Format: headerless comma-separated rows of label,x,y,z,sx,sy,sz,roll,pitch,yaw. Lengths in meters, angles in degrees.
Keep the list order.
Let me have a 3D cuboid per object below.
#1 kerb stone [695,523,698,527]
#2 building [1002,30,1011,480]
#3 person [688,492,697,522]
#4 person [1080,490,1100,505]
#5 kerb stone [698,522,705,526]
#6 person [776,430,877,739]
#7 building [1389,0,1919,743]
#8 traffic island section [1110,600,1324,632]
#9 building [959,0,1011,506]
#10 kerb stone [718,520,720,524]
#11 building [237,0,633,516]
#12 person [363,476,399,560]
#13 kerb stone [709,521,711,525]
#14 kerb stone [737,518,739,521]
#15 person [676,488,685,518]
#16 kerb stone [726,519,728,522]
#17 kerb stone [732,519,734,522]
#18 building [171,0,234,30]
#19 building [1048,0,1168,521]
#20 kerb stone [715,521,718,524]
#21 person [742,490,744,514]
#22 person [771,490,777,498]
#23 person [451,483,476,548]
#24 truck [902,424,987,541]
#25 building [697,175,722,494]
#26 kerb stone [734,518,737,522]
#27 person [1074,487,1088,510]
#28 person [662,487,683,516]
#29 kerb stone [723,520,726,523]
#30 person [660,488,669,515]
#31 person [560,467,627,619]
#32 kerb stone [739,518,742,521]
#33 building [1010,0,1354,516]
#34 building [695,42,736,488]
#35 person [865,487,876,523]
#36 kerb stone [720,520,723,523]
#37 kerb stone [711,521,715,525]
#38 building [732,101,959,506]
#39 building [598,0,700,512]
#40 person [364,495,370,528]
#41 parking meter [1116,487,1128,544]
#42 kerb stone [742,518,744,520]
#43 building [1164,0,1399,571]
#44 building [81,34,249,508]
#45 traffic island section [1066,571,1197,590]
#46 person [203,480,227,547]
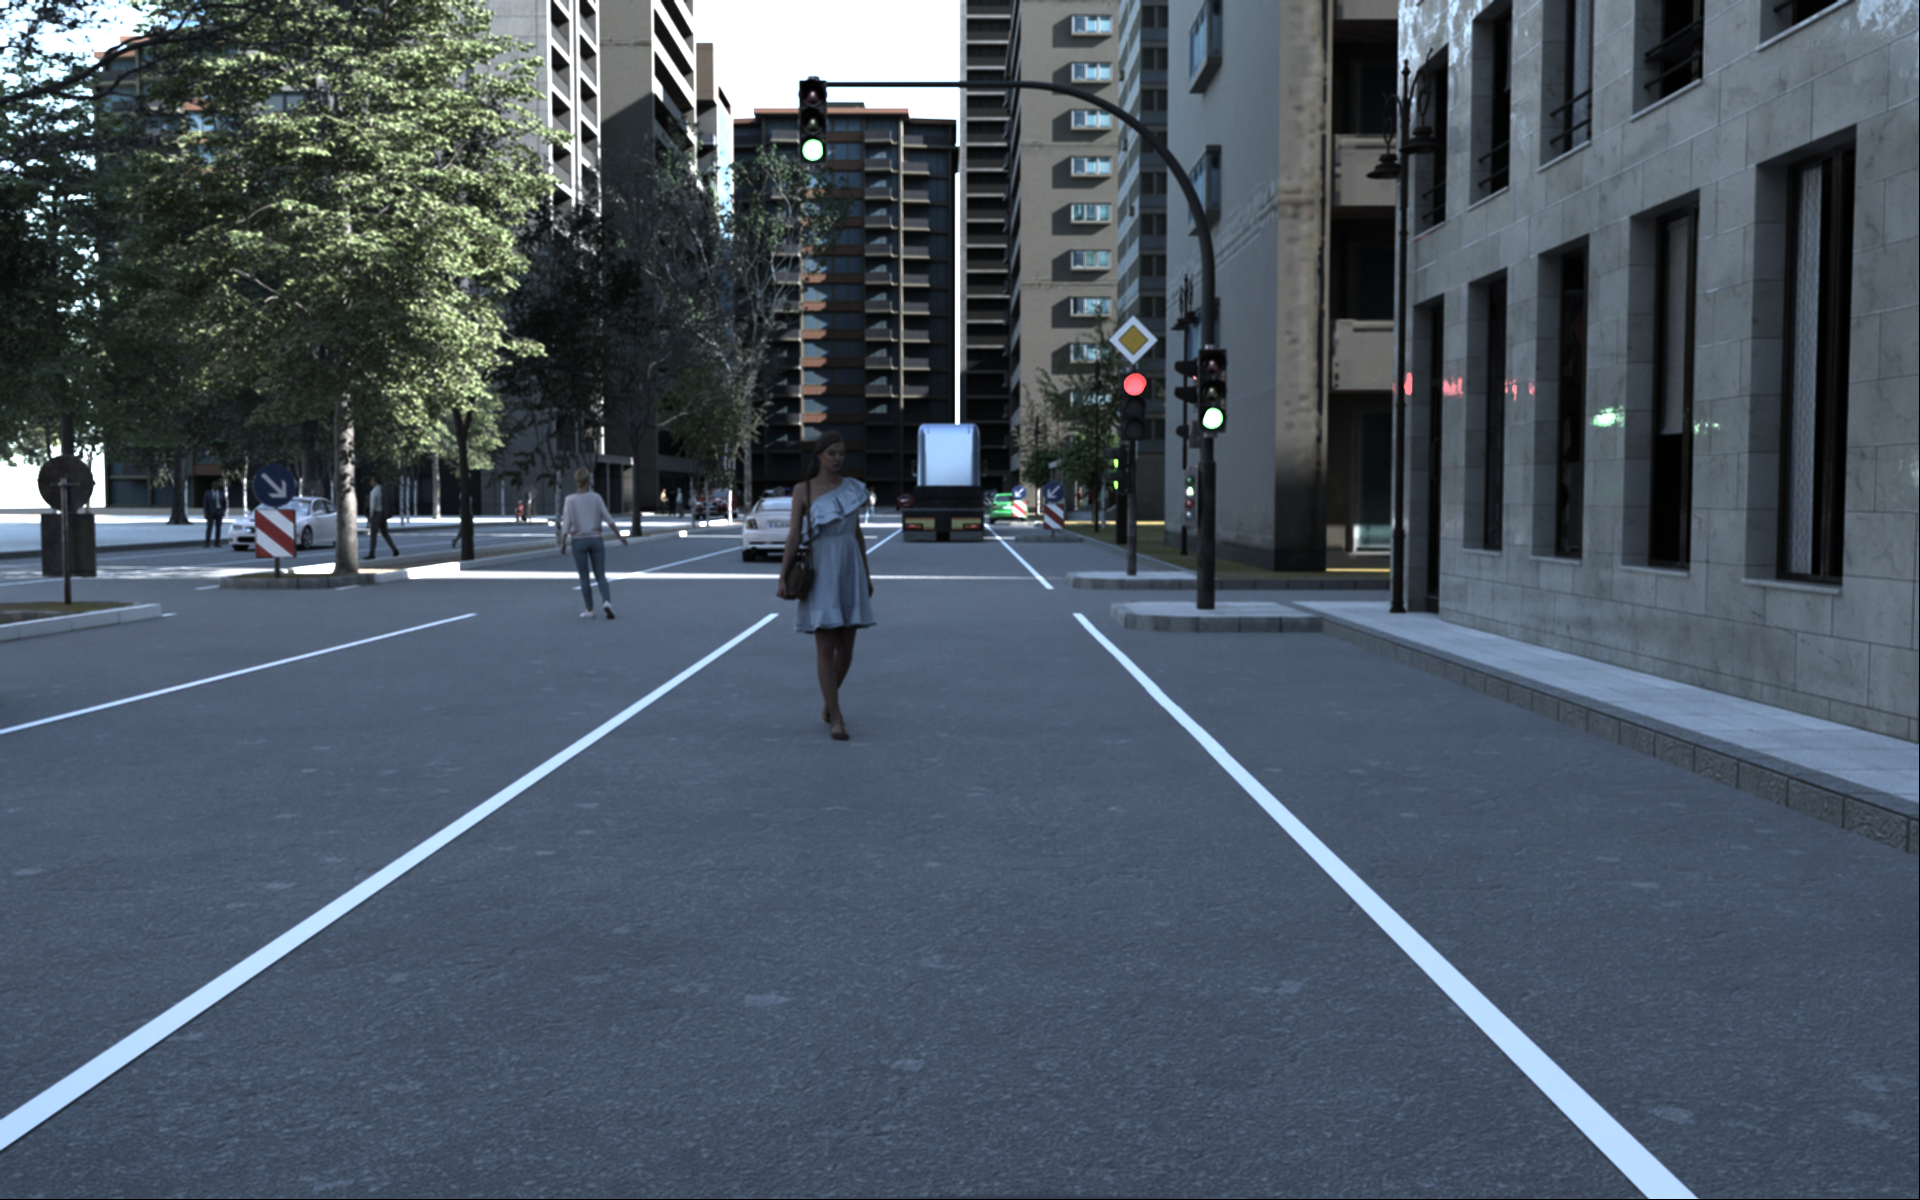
kerb stone,-11.655,-3.261,75.505,0.120,0.150,1.000,0,4,0
building,15.255,-31.129,163.580,22.147,44.769,28.867,0,4,0
person,-13.494,-4.695,87.867,0.503,1.515,0.523,2,4,35
person,8.044,-6.151,106.557,1.348,1.831,0.705,2,4,26
kerb stone,-11.658,-3.386,77.557,0.120,0.150,1.000,0,4,0
person,-0.811,-0.109,10.385,0.616,1.811,0.778,-1,4,-15
building,10.097,-9.537,10.674,10.420,20.320,16.860,0,4,0
traffic island section,2.760,0.177,19.386,2.009,0.180,2.903,0,4,0
building,10.183,-46.269,194.744,20.611,71.187,20.563,0,4,0
kerb stone,-11.685,-3.699,82.680,0.120,0.150,1.000,0,4,0
building,-32.189,-41.164,111.279,20.563,71.187,20.611,0,4,0
person,-12.628,-1.785,37.783,0.850,1.850,0.679,1,4,16
kerb stone,-11.675,-3.512,79.612,0.120,0.150,1.000,0,4,0
kerb stone,-11.702,-4.139,89.869,0.120,0.150,1.000,0,4,0
person,-16.546,-5.720,102.502,0.515,1.767,0.782,0,4,-7
kerb stone,-11.690,-3.888,85.757,0.120,0.150,1.000,0,4,0
kerb stone,-11.698,-4.013,87.805,0.120,0.150,1.000,0,4,0
building,-73.671,-53.879,193.592,31.000,86.520,22.319,0,4,0
building,21.083,-24.355,90.090,32.217,40.220,23.993,0,4,0
kerb stone,-11.671,-3.637,81.658,0.120,0.150,1.000,0,4,0
person,-15.550,-7.162,125.596,0.705,1.824,1.348,-2,4,-26
person,-13.282,-6.976,123.292,0.721,1.736,1.217,1,4,20
person,-13.113,-2.262,45.703,0.641,1.798,0.478,0,4,-4
truck,-0.457,-4.328,60.518,2.967,4.110,18.799,0,4,0
building,-28.908,-23.252,151.865,14.160,30.474,14.107,0,4,0
kerb stone,-11.697,-4.072,88.830,0.120,0.150,1.000,0,4,0
person,7.808,-6.443,111.906,1.217,1.766,0.721,-3,5,-43
person,-18.941,-6.474,113.975,1.348,1.869,0.705,0,4,-7
kerb stone,-11.688,-3.825,84.735,0.120,0.150,1.000,0,4,0
person,-20.313,-6.747,118.831,0.705,1.823,1.348,1,4,8
person,-4.166,-0.657,19.920,0.731,1.740,0.598,-3,4,-37
kerb stone,-11.716,-4.202,90.893,0.120,0.150,1.000,0,4,0
building,14.560,-30.528,122.840,21.300,48.544,21.600,0,4,0
building,-30.086,-31.786,169.814,14.200,45.320,14.600,0,4,0
person,-4.367,-4.624,84.452,0.623,1.781,0.721,0,4,5
kerb stone,-11.686,-3.759,83.710,0.120,0.150,1.000,0,4,0
kerb stone,-11.664,-3.574,80.635,0.120,0.150,1.000,0,4,0
building,-14.558,-33.123,196.186,28.867,44.769,22.147,0,4,0
building,-32.474,-31.179,133.480,21.300,48.544,21.600,0,4,0
person,-22.280,-3.339,65.309,0.362,1.253,0.373,1,4,12
parking meter,4.146,-2.365,44.380,0.255,1.863,0.399,0,4,-4
kerb stone,-11.709,-4.264,91.915,0.120,0.150,1.000,0,4,0
building,15.671,-25.333,37.894,21.600,48.544,21.300,0,4,0
building,-66.255,-31.354,167.260,28.867,44.769,22.147,0,4,0
traffic island section,2.733,-0.311,27.371,2.009,0.180,2.903,0,4,0
person,-20.145,-2.330,46.771,0.721,1.800,0.419,-3,5,-42
